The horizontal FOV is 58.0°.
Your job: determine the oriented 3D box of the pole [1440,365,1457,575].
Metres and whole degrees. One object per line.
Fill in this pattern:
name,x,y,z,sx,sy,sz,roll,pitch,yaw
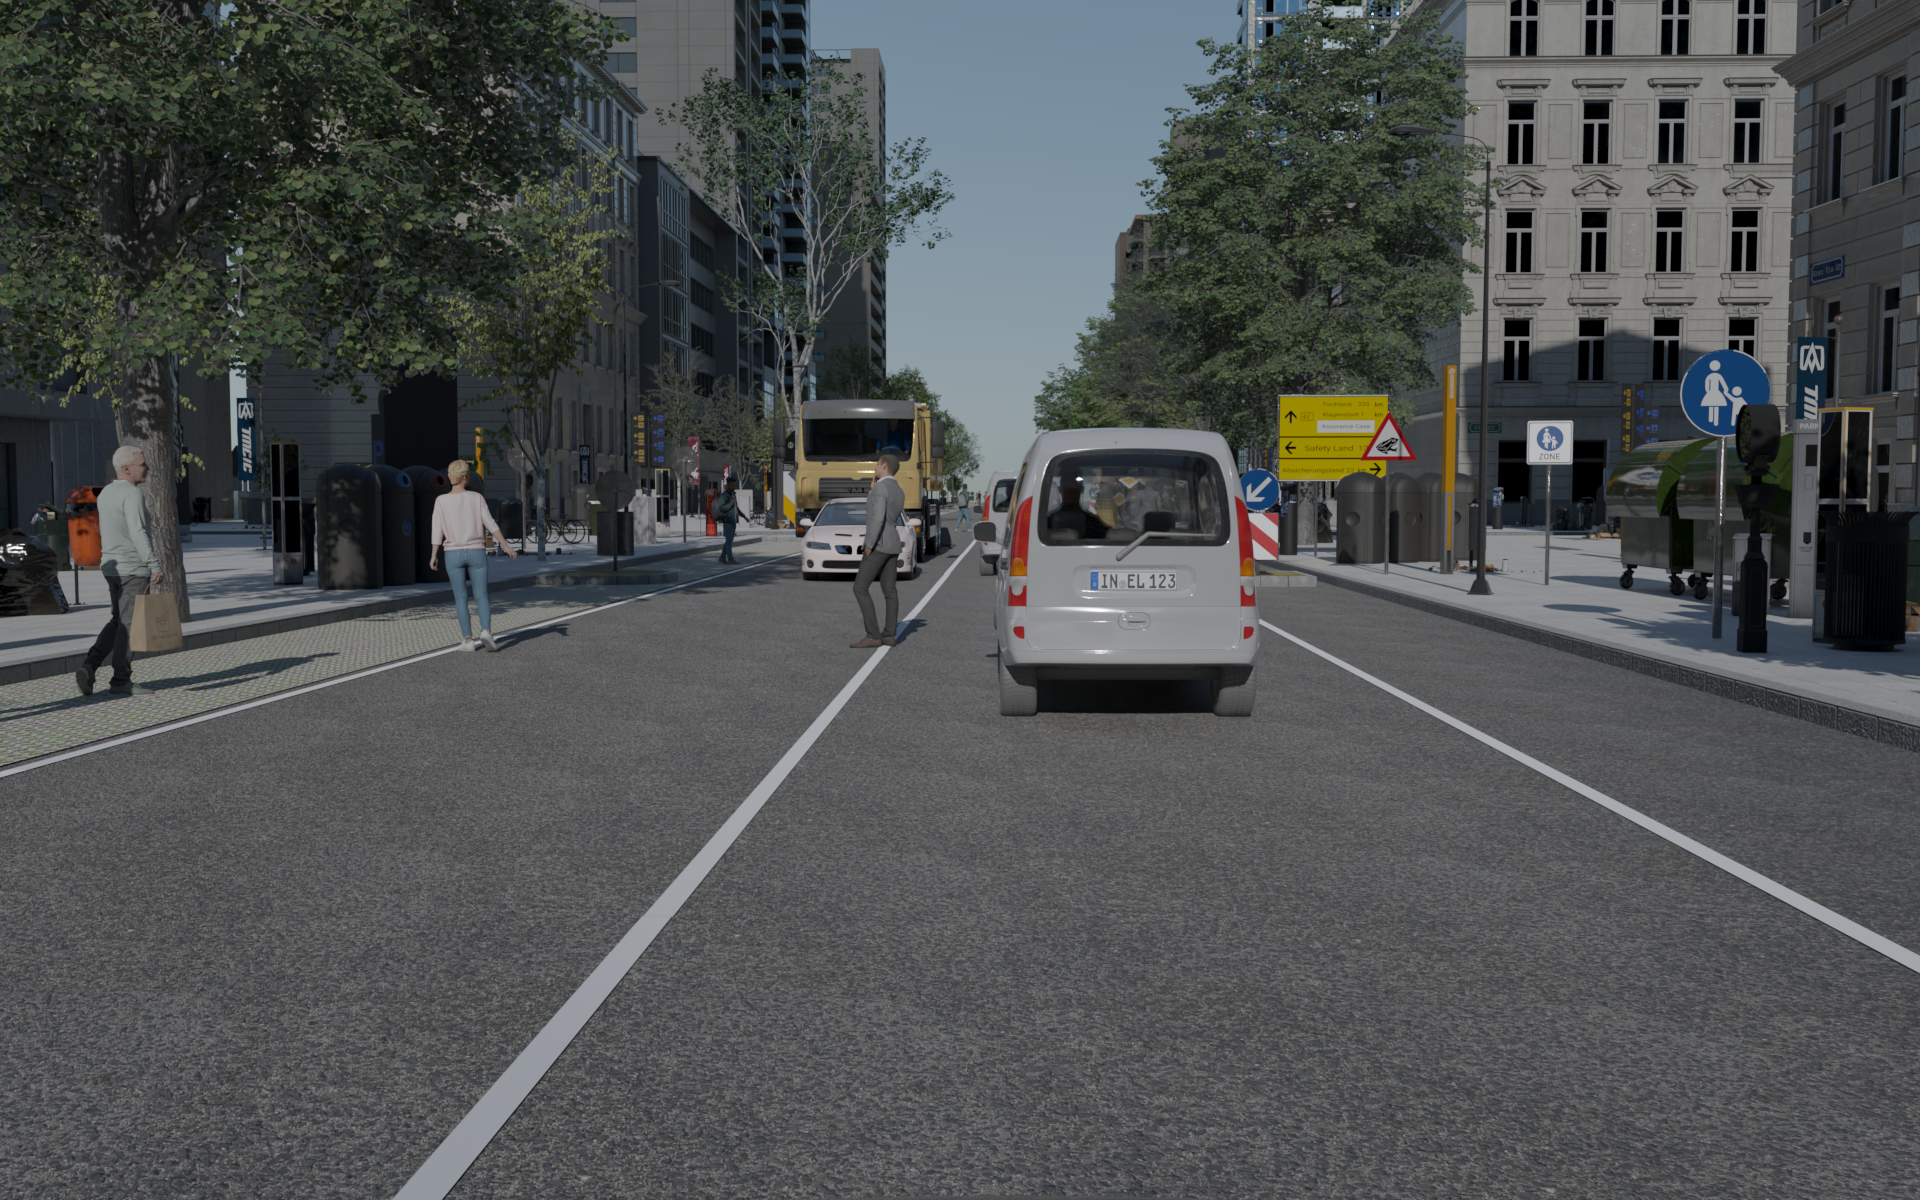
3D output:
pole,7.780,-2.064,27.591,0.158,3.312,0.155,0,3,0

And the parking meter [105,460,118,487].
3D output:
parking meter,-12.631,-1.248,26.113,0.399,1.863,0.255,0,4,-3

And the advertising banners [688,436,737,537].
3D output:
advertising banners,-7.464,-3.418,52.070,2.074,3.025,0.090,3,5,40

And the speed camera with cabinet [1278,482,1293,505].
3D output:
speed camera with cabinet,15.215,-5.354,81.877,2.038,3.252,0.660,-1,4,-12

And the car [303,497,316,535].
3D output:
car,-19.736,-2.885,57.397,3.980,1.641,2.015,0,4,3

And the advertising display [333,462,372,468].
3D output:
advertising display,-12.211,-1.832,35.162,0.974,1.923,0.123,0,4,1

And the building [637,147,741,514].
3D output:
building,-23.455,-17.878,111.373,14.314,24.678,30.058,0,4,2

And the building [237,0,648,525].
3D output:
building,-23.723,-17.523,83.757,12.463,27.353,25.104,0,4,2

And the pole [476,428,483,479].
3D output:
pole,-14.775,-3.637,53.311,0.158,3.312,0.155,0,3,0

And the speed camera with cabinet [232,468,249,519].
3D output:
speed camera with cabinet,-37.846,-5.906,90.905,0.660,3.252,2.038,-3,4,-36

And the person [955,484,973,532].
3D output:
person,0.147,-3.458,65.031,0.713,1.824,0.794,-1,4,-19

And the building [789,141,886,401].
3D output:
building,-22.223,-37.760,241.077,21.300,48.544,21.600,0,4,2

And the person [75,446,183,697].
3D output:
person,-5.821,-0.190,12.098,0.782,1.767,0.515,3,5,40

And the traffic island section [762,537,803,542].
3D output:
traffic island section,-4.863,-1.865,52.777,2.009,0.180,2.903,0,4,2

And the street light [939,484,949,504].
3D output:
street light,-1.795,-13.722,196.902,1.470,5.913,1.316,0,4,2

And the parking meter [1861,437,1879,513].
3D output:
parking meter,7.866,-0.588,15.329,0.399,1.863,0.255,0,4,-8

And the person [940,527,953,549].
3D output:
person,-0.880,-2.253,45.558,0.699,1.804,1.509,-2,4,-35

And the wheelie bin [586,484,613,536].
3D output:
wheelie bin,-11.051,-2.779,53.341,0.980,1.594,0.693,1,4,14

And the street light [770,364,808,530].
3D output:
street light,-6.129,-5.485,62.216,1.470,5.913,1.316,0,4,2

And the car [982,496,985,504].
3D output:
car,4.124,-14.015,241.510,2.083,1.381,4.827,0,4,1

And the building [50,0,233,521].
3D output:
building,-45.474,-15.892,77.855,19.932,24.808,12.078,0,4,2

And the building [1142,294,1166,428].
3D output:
building,31.810,-28.804,242.638,14.160,30.474,14.107,0,4,2

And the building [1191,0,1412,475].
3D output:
building,33.181,-51.454,153.952,22.319,86.520,31.000,0,4,2

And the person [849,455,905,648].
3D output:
person,-0.767,-0.462,16.239,0.473,1.802,0.592,3,4,38

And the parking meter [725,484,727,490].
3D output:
parking meter,-13.113,-5.661,98.270,0.255,1.863,0.399,-3,5,-40

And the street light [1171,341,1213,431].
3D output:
street light,7.044,-4.876,52.270,1.470,5.913,1.316,0,4,2

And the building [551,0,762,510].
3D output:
building,-25.274,-43.256,145.493,20.563,71.187,20.611,0,4,2

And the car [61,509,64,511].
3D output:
car,-27.824,-2.937,57.056,4.494,1.783,2.155,0,4,3

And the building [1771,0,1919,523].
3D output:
building,24.446,-14.084,27.540,12.463,27.353,25.104,0,4,2

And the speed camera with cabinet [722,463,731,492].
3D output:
speed camera with cabinet,-14.374,-7.055,109.686,0.660,3.252,2.038,1,4,21

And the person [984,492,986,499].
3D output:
person,2.895,-11.662,199.850,0.721,1.739,1.217,-2,4,-24

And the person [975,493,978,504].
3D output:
person,2.358,-14.624,249.073,0.593,1.643,0.415,1,4,14

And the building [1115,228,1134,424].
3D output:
building,32.861,-38.918,286.415,14.600,45.320,14.200,0,4,2

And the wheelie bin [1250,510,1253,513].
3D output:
wheelie bin,17.680,-5.996,105.939,0.693,1.594,0.980,0,4,-7

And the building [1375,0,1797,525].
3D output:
building,42.060,-18.400,77.259,44.131,29.872,17.030,0,4,2

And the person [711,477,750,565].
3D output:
person,-4.629,-1.588,34.809,0.721,1.781,0.623,0,4,5

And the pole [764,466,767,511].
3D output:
pole,-14.034,-8.024,125.028,0.158,3.312,0.155,0,3,0

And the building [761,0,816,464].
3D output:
building,-25.375,-52.529,171.512,22.319,86.520,31.000,0,4,2

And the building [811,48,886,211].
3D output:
building,-20.412,-51.702,283.572,20.563,71.187,20.611,0,4,2

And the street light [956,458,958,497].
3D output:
street light,-1.010,-15.174,220.632,1.470,5.913,1.316,0,4,2

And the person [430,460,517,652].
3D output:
person,-4.381,-0.400,15.712,0.731,1.740,0.598,-2,4,-31

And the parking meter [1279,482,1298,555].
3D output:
parking meter,6.900,-1.708,36.341,0.372,1.533,0.369,0,3,0

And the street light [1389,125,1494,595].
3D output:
street light,6.110,-3.023,21.974,1.470,5.913,1.316,0,4,2

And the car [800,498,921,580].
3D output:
car,-1.707,-1.095,30.267,2.083,1.381,4.827,0,4,0

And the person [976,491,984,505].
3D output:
person,2.319,-11.906,203.180,1.348,1.822,0.705,-3,5,-43

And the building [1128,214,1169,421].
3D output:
building,36.977,-37.306,264.580,22.147,44.769,28.867,0,4,2

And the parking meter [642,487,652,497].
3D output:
parking meter,-11.759,-3.467,65.097,0.372,1.533,0.369,0,3,0

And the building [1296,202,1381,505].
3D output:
building,25.949,-14.702,105.011,10.561,19.102,19.286,0,4,2

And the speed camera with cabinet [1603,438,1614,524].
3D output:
speed camera with cabinet,22.883,-4.040,60.383,0.660,3.252,2.038,1,4,13

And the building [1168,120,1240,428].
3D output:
building,30.077,-31.124,192.473,14.154,41.232,14.086,0,4,2

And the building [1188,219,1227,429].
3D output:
building,30.319,-24.867,178.275,14.160,30.474,14.107,0,4,2

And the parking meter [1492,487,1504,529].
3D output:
parking meter,19.534,-3.332,62.888,0.372,1.533,0.369,0,3,0

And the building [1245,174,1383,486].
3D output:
building,26.571,-18.077,124.445,11.050,23.489,19.941,0,4,2

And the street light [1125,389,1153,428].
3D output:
street light,7.825,-6.289,75.358,1.470,5.913,1.316,0,4,2

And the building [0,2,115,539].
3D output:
building,-25.683,-16.018,33.599,14.107,30.474,14.160,0,4,2
